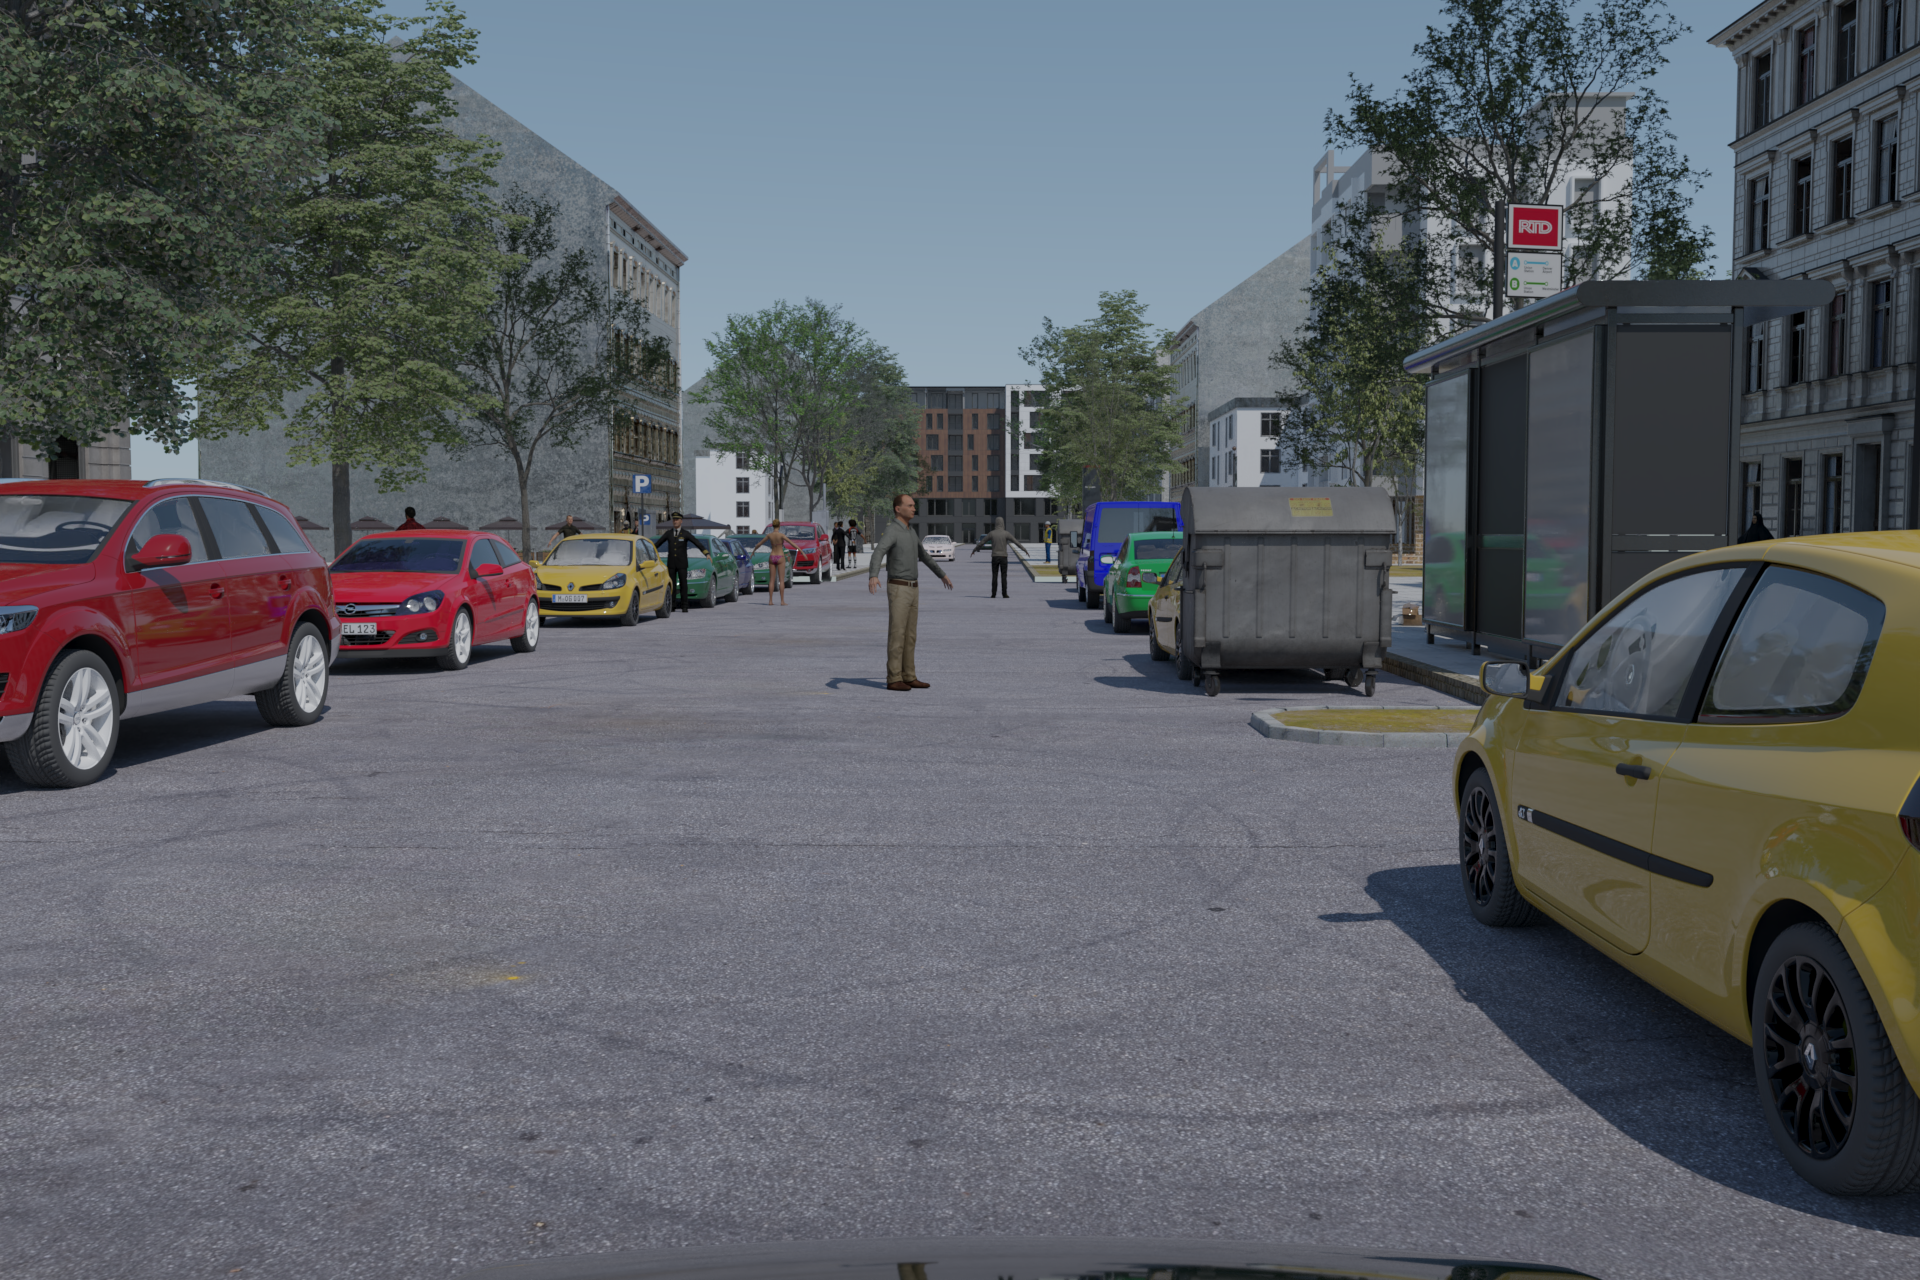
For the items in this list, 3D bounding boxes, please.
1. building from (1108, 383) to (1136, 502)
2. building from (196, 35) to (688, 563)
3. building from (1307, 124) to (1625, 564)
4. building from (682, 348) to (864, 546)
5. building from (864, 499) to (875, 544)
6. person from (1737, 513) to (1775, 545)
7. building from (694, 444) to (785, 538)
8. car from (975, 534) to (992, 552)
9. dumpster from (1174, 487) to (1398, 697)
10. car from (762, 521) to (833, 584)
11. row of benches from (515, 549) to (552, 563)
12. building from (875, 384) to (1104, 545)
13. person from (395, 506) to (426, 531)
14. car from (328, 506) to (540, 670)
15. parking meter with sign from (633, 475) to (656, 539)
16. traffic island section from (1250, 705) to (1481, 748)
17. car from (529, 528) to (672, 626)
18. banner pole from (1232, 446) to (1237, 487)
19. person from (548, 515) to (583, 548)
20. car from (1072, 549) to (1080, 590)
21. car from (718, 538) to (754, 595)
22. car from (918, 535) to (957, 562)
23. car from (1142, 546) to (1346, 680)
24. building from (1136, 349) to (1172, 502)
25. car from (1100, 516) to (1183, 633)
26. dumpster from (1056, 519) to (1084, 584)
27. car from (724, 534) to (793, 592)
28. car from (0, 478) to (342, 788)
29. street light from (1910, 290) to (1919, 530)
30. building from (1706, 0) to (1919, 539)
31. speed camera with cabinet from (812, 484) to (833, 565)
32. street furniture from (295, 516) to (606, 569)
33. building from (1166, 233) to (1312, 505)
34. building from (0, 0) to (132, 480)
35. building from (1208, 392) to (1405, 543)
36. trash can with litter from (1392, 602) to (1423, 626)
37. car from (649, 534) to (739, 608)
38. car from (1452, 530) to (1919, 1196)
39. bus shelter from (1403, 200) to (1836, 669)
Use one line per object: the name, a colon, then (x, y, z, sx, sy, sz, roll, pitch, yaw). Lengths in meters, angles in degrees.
building: (26.927, -22.568, 199.916, 19.493, 23.208, 18.063, 0, 4, 1)
building: (-24.700, -15.600, 85.983, 19.493, 23.208, 18.063, 0, 4, 1)
building: (22.791, -14.078, 86.603, 16.016, 20.090, 11.380, 0, 4, 1)
building: (-20.977, -22.478, 198.448, 19.493, 23.208, 18.063, 0, 4, 1)
building: (-20.860, -23.822, 220.417, 19.493, 23.208, 18.063, 0, 4, 2)
person: (17.236, -1.887, 37.640, 0.721, 1.737, 1.214, -2, 4, -23)
building: (-21.999, -14.122, 173.049, 9.099, 9.664, 28.070, 0, 4, 1)
car: (2.184, -7.850, 138.134, 2.009, 1.686, 4.222, 0, 3, 0)
dumpster: (2.926, -0.459, 15.724, 1.865, 1.857, 1.264, 0, 4, 1)
car: (-4.929, -2.586, 50.949, 2.281, 1.827, 5.304, 0, 4, 1)
row of benches: (-18.107, -3.386, 70.816, 4.104, 0.672, 1.422, -3, 5, -40)
building: (4.033, -24.557, 247.940, 32.646, 21.610, 27.936, 0, 3, 0)
person: (-10.664, -1.680, 33.579, 0.704, 1.816, 1.345, 3, 5, 42)
car: (-6.088, -0.643, 19.551, 2.155, 1.783, 4.494, 0, 4, 1)
parking meter with sign: (-9.295, -3.385, 51.609, 0.543, 3.016, 1.738, 0, 4, 1)
traffic island section: (3.167, 0.627, 12.614, 1.991, 0.108, 1.994, 0, 4, 1)
car: (-5.838, -1.095, 28.122, 2.015, 1.641, 3.980, 0, 4, 2)
banner pole: (7.816, -3.624, 49.263, 0.401, 3.779, 0.863, 0, 4, 1)
person: (-10.741, -2.539, 47.731, 1.348, 1.803, 0.705, -2, 4, -33)
car: (3.844, -2.058, 43.442, 2.009, 1.686, 4.222, 0, 4, 1)
car: (-5.778, -1.652, 39.596, 1.945, 1.354, 3.894, 0, 4, 2)
car: (-1.213, -4.843, 91.547, 2.083, 1.381, 4.827, 0, 4, 1)
car: (2.995, -0.502, 18.437, 2.015, 1.641, 3.980, 0, 4, 0)
building: (27.304, -18.813, 174.049, 16.747, 18.905, 31.486, 0, 4, 1)
car: (3.151, -1.079, 26.440, 1.959, 1.807, 4.718, 0, 4, 2)
dumpster: (3.743, -2.585, 50.475, 1.865, 1.857, 1.264, 0, 4, 0)
car: (-5.372, -1.997, 44.444, 2.131, 1.459, 4.920, 0, 4, 1)
car: (-5.906, -0.172, 11.481, 2.281, 1.827, 5.304, 0, 4, 2)
street light: (6.528, -2.334, 10.703, 1.470, 5.913, 1.316, 0, 4, 1)
building: (27.958, -11.020, 43.801, 10.561, 19.211, 19.286, 0, 4, 1)
speed camera with cabinet: (-5.460, -4.544, 68.637, 0.660, 3.252, 2.038, 0, 4, 3)
street furniture: (-26.798, -3.424, 61.015, 27.439, 1.986, 14.083, 0, 4, -5)
building: (26.058, -18.323, 130.510, 19.493, 23.208, 18.063, 0, 4, 1)
building: (-29.508, -12.002, 36.898, 13.314, 22.015, 24.055, 0, 4, 2)
building: (21.431, -10.049, 106.453, 9.099, 9.664, 28.070, 0, 4, 1)
trash can with litter: (6.605, -0.783, 24.195, 1.055, 1.170, 0.624, 0, 4, 2)
car: (-5.636, -1.424, 35.086, 2.131, 1.459, 4.920, 0, 4, 2)
car: (2.718, 0.310, 5.163, 2.015, 1.641, 3.980, 0, 4, 1)
bus shelter: (6.225, -2.507, 18.625, 2.179, 5.291, 8.768, 0, 4, 1)
